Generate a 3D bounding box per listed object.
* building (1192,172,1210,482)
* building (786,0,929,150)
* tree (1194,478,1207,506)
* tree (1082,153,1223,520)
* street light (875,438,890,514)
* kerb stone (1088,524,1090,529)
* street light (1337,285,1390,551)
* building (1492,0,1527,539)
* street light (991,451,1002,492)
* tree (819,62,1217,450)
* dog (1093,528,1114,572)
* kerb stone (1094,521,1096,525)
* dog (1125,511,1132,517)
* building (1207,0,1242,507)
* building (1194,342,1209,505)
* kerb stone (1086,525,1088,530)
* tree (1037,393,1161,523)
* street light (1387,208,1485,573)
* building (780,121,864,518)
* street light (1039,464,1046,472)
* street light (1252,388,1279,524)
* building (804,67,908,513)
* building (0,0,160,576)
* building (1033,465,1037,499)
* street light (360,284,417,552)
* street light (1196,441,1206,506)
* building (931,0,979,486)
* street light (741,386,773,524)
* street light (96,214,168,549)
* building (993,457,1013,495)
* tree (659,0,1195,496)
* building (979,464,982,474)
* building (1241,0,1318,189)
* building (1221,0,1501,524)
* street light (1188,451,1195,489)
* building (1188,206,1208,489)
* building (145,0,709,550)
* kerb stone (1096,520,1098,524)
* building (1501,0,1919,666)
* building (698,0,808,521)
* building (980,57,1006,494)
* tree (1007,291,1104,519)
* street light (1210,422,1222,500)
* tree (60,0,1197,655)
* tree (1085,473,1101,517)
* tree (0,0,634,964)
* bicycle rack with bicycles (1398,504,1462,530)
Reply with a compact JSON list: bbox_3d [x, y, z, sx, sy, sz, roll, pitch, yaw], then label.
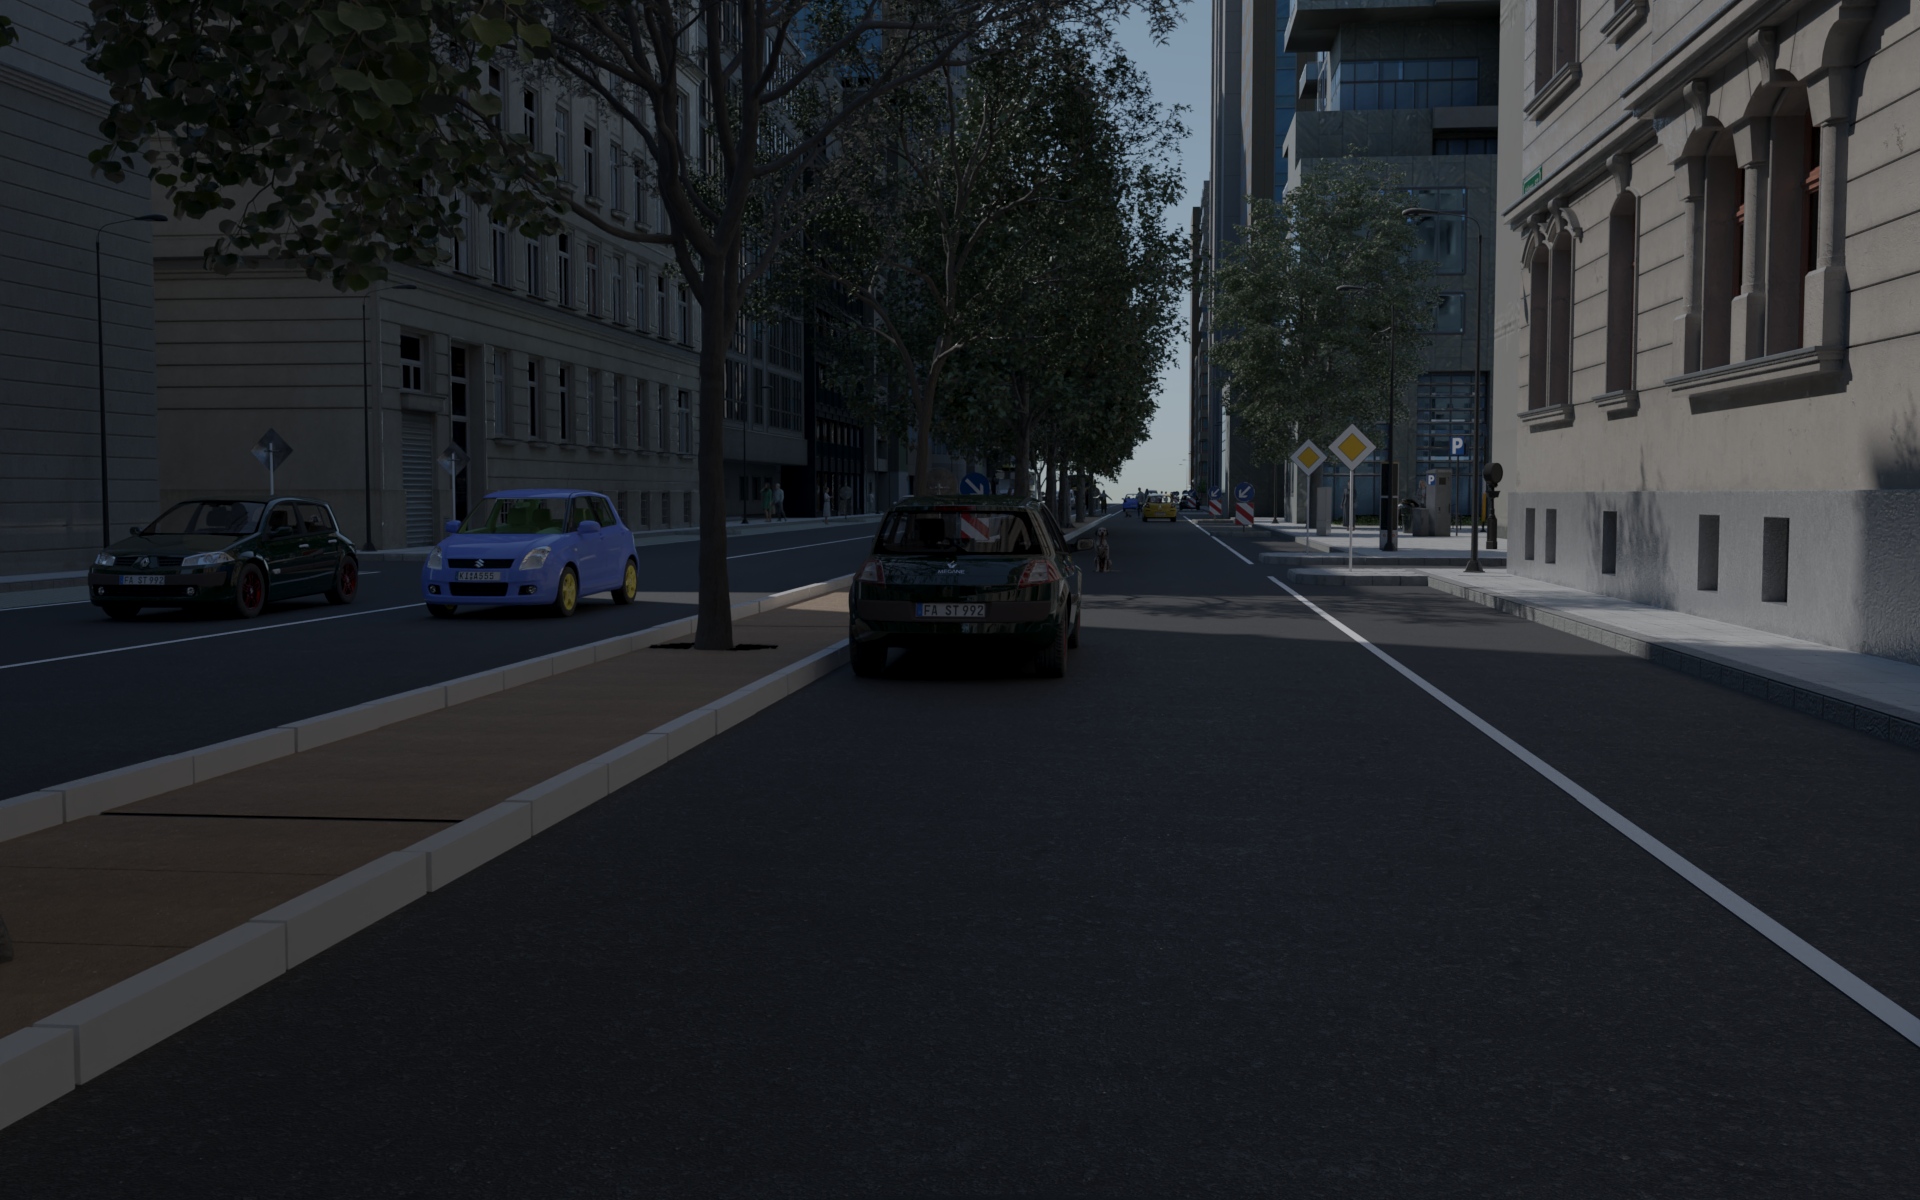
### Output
[{"bbox_3d":[44.328,-37.843,238.334,23.786,49.044,30.456,0,4,6],"label":"building"},{"bbox_3d":[-9.963,-29.690,135.535,14.600,45.320,14.200,0,4,6],"label":"building"},{"bbox_3d":[27.334,-12.230,194.559,1.663,3.219,1.824,0,3,0],"label":"tree"},{"bbox_3d":[7.917,-14.494,95.315,12.611,20.169,13.585,0,3,0],"label":"tree"},{"bbox_3d":[-4.715,-8.427,110.320,1.470,5.913,1.316,0,4,6],"label":"street light"},{"bbox_3d":[4.944,-2.828,68.429,0.120,0.150,1.000,0,4,6],"label":"kerb stone"},{"bbox_3d":[9.084,-4.045,38.674,1.470,5.913,1.316,0,4,6],"label":"street light"},{"bbox_3d":[25.733,-25.740,44.543,21.600,48.544,21.300,0,4,6],"label":"building"},{"bbox_3d":[3.909,-13.155,187.625,1.470,5.913,1.316,0,4,6],"label":"street light"},{"bbox_3d":[1.573,-7.589,43.542,9.611,12.733,9.660,0,3,0],"label":"tree"},{"bbox_3d":[2.727,-0.923,31.927,0.800,0.831,0.513,-3,5,-40],"label":"dog"},{"bbox_3d":[5.730,-3.261,75.547,0.120,0.150,1.000,0,4,6],"label":"kerb stone"},{"bbox_3d":[10.338,-5.300,106.850,0.550,0.427,0.748,0,4,0],"label":"dog"},{"bbox_3d":[35.078,-38.399,169.821,21.231,58.520,28.212,0,4,6],"label":"building"},{"bbox_3d":[42.614,-22.295,209.560,27.650,21.520,28.899,0,4,6],"label":"building"},{"bbox_3d":[4.715,-2.703,66.397,0.120,0.150,1.000,0,4,6],"label":"kerb stone"},{"bbox_3d":[6.015,-10.091,85.566,7.486,12.596,7.792,0,3,0],"label":"tree"},{"bbox_3d":[7.883,-3.407,28.254,1.470,5.913,1.316,0,4,6],"label":"street light"},{"bbox_3d":[-12.953,-16.549,100.253,12.332,23.373,15.834,0,4,6],"label":"building"},{"bbox_3d":[12.855,-18.127,268.919,1.470,5.913,1.316,0,4,6],"label":"street light"},{"bbox_3d":[13.112,-6.259,74.880,1.470,5.913,1.316,0,4,6],"label":"street light"},{"bbox_3d":[-11.557,-21.366,121.040,14.160,30.474,14.107,0,4,6],"label":"building"},{"bbox_3d":[-29.668,-15.242,26.703,29.804,29.767,11.434,0,4,6],"label":"building"},{"bbox_3d":[4.189,-29.942,261.250,14.160,30.474,14.107,0,4,6],"label":"building"},{"bbox_3d":[-12.671,-4.031,38.449,1.470,5.913,1.316,0,4,6],"label":"street light"},{"bbox_3d":[21.562,-10.922,151.112,1.470,5.913,1.316,0,4,6],"label":"street light"},{"bbox_3d":[-10.083,-37.581,156.441,21.231,58.520,28.212,0,4,6],"label":"building"},{"bbox_3d":[-8.733,-6.233,74.457,1.470,5.913,1.316,0,4,6],"label":"street light"},{"bbox_3d":[-13.814,-3.448,28.909,1.470,5.913,1.316,0,4,6],"label":"street light"},{"bbox_3d":[0.495,-35.573,231.721,14.600,45.320,14.200,0,4,6],"label":"building"},{"bbox_3d":[-0.725,-5.482,26.505,8.767,10.594,7.601,0,4,6],"label":"tree"},{"bbox_3d":[-5.303,-30.220,177.687,14.154,41.232,14.086,0,4,6],"label":"building"},{"bbox_3d":[26.761,-28.736,119.950,14.600,45.320,14.200,0,4,6],"label":"building"},{"bbox_3d":[25.271,-47.308,86.163,22.319,86.520,31.000,0,4,6],"label":"building"},{"bbox_3d":[26.590,-13.716,196.802,1.470,5.913,1.316,0,4,6],"label":"street light"},{"bbox_3d":[41.717,-37.373,261.159,14.600,45.320,14.200,0,4,6],"label":"building"},{"bbox_3d":[-18.831,-13.485,53.756,16.112,22.955,30.059,0,4,6],"label":"building"},{"bbox_3d":[6.063,-3.449,78.596,0.120,0.150,1.000,0,4,6],"label":"kerb stone"},{"bbox_3d":[13.762,-13.941,15.331,14.401,28.519,23.554,0,4,6],"label":"building"},{"bbox_3d":[-16.322,-17.552,80.482,14.314,27.812,24.014,0,4,6],"label":"building"},{"bbox_3d":[-8.168,-38.060,211.516,28.713,52.752,27.495,0,4,6],"label":"building"},{"bbox_3d":[2.392,-6.042,51.602,4.360,8.622,3.978,0,3,0],"label":"tree"},{"bbox_3d":[17.575,-8.716,115.044,1.470,5.913,1.316,0,4,6],"label":"street light"},{"bbox_3d":[-2.283,-6.292,15.704,12.009,13.543,11.850,0,3,0],"label":"tree"},{"bbox_3d":[8.056,-10.959,107.385,9.928,11.665,9.643,0,3,0],"label":"tree"},{"bbox_3d":[-3.248,-5.847,4.717,9.857,13.997,8.962,0,3,0],"label":"tree"},{"bbox_3d":[17.006,-3.023,62.812,2.852,0.926,2.925,1,4,8],"label":"bicycle rack with bicycles"}]
